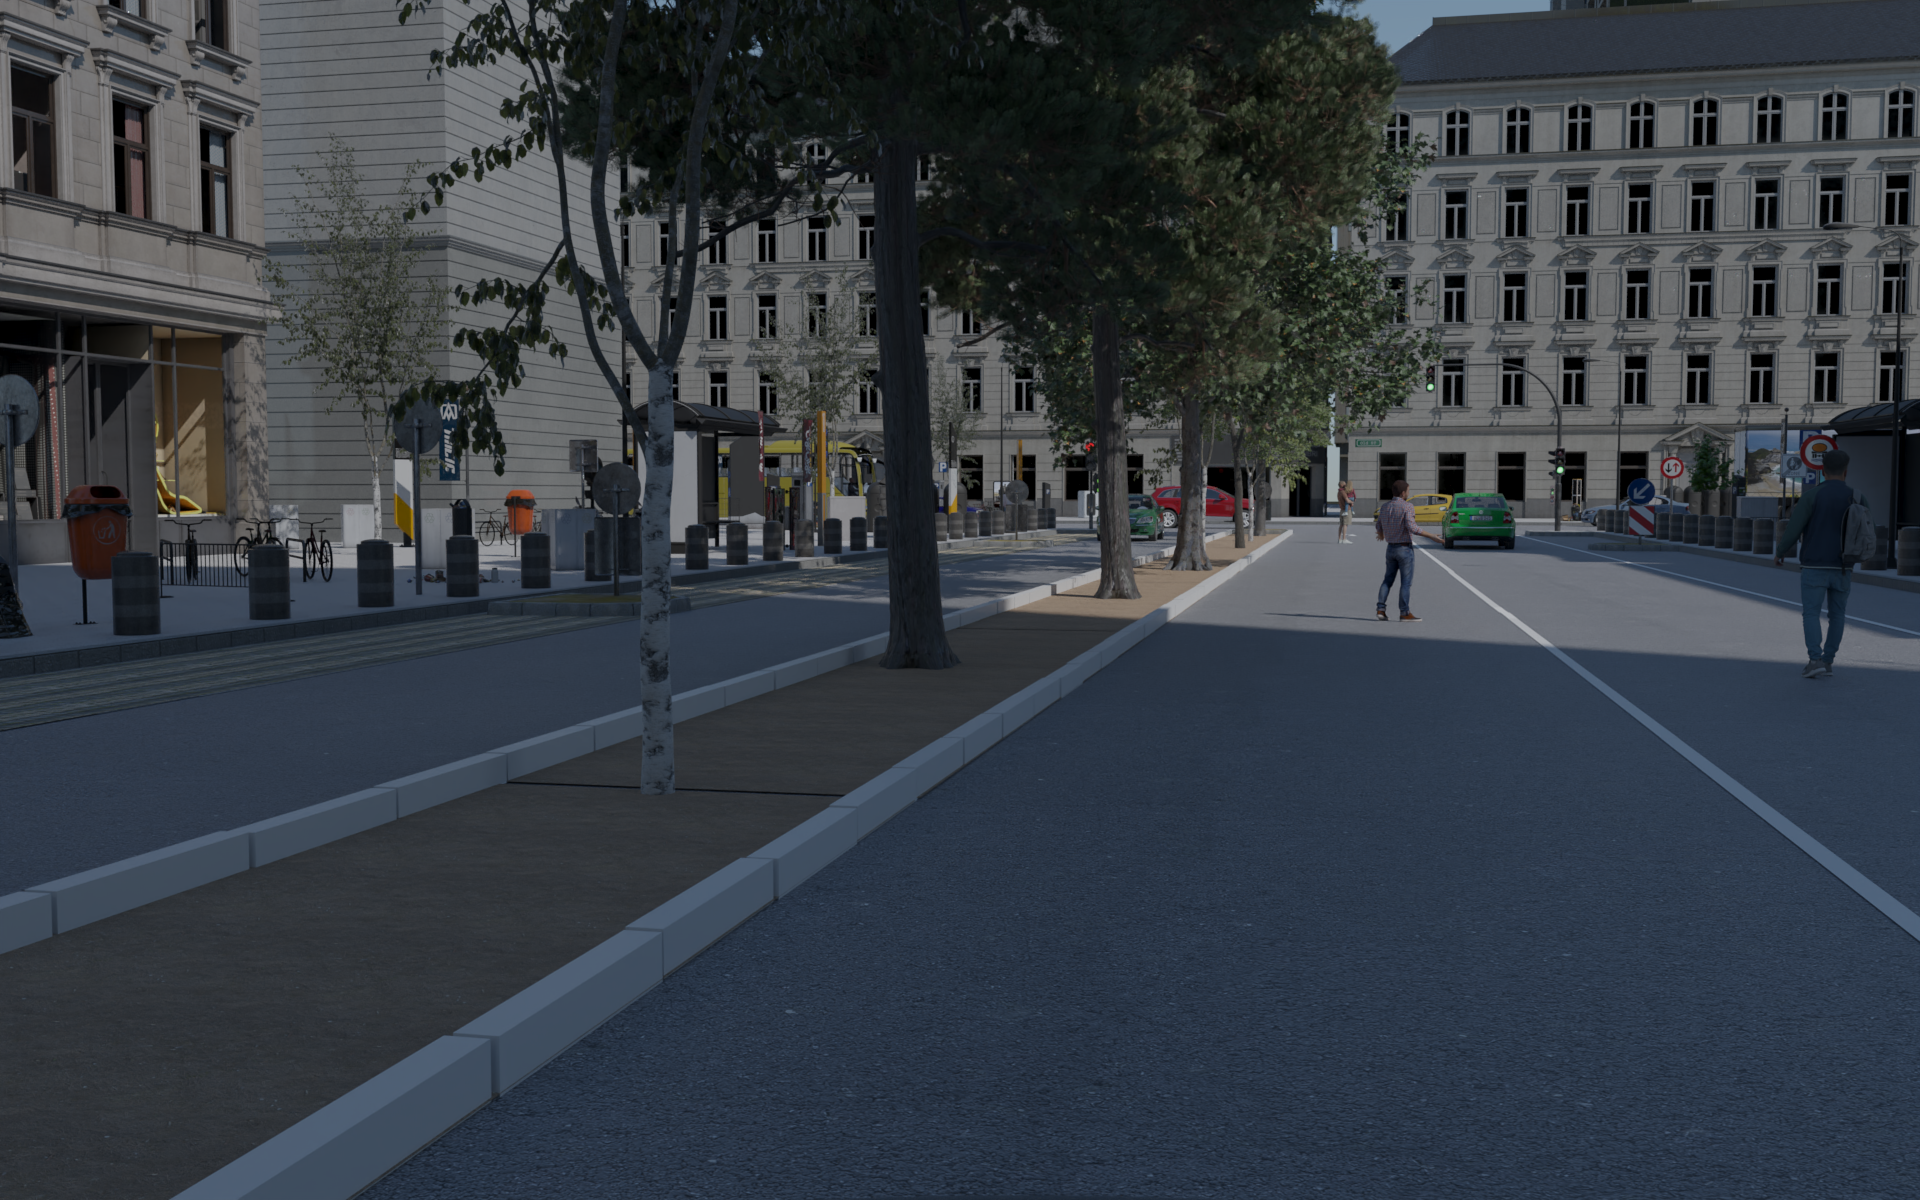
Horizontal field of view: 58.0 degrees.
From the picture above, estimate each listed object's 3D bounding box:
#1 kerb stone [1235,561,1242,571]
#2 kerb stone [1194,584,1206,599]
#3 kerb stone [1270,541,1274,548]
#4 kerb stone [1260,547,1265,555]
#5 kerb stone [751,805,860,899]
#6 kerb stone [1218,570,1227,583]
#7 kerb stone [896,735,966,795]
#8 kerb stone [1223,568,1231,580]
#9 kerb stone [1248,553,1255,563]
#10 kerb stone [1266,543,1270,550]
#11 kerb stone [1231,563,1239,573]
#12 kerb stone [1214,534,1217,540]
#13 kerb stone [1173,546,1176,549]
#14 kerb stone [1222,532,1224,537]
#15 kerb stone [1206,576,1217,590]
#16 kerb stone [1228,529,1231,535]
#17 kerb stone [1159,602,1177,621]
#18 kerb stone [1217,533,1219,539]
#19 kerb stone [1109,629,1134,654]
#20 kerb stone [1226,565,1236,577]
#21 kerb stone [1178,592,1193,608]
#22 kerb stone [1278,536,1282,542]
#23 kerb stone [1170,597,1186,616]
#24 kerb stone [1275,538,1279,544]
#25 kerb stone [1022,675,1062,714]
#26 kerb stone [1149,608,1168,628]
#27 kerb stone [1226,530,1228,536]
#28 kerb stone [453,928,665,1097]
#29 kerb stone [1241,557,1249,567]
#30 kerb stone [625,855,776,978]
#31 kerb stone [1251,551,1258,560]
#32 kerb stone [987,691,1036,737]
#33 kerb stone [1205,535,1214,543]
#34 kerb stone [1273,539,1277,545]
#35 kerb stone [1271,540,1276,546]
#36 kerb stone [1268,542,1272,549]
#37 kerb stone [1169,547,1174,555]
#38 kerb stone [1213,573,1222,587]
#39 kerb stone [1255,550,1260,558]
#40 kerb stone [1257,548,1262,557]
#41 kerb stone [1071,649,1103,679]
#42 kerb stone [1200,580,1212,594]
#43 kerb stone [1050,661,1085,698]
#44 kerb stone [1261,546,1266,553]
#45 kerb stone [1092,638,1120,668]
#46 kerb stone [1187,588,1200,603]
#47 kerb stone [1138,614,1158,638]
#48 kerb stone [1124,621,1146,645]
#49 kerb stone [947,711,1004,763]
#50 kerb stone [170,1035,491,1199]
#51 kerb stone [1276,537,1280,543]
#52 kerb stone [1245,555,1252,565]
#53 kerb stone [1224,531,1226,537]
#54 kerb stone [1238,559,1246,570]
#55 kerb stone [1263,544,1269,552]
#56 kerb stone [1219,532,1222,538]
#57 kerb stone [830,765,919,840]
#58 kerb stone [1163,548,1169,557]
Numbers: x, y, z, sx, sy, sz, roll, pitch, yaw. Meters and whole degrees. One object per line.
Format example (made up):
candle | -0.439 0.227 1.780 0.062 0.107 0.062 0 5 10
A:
kerb stone | 5.023 -0.577 31.677 0.120 0.150 1.000 1 4 13
kerb stone | 3.232 -0.084 23.668 0.120 0.150 1.000 1 4 13
kerb stone | 7.950 -1.377 44.707 0.120 0.150 1.000 1 4 13
kerb stone | 6.836 -1.070 39.685 0.120 0.150 1.000 1 4 13
kerb stone | -0.589 0.957 6.618 0.120 0.150 1.000 1 4 13
kerb stone | 4.132 -0.335 27.666 0.120 0.150 1.000 1 4 13
kerb stone | -0.152 0.830 8.625 0.120 0.150 1.000 1 4 13
kerb stone | 4.355 -0.394 28.668 0.120 0.150 1.000 1 4 13
kerb stone | 5.936 -0.825 35.688 0.120 0.150 1.000 1 4 13
kerb stone | 7.501 -1.254 42.704 0.120 0.150 1.000 1 4 13
kerb stone | 4.806 -0.516 30.671 0.120 0.150 1.000 1 4 13
kerb stone | 7.708 -1.897 53.210 0.120 0.150 1.000 1 4 13
kerb stone | 5.015 -1.162 41.186 0.120 0.150 1.000 1 4 13
kerb stone | 8.393 -2.079 56.206 0.120 0.150 1.000 1 4 13
kerb stone | 3.679 -0.212 25.668 0.120 0.150 1.000 1 4 13
kerb stone | 9.072 -2.264 59.214 0.120 0.150 1.000 1 4 13
kerb stone | 2.330 0.155 19.658 0.120 0.150 1.000 1 4 13
kerb stone | 7.938 -1.958 54.208 0.120 0.150 1.000 1 4 13
kerb stone | 1.427 0.401 15.644 0.120 0.150 1.000 1 4 13
kerb stone | 4.585 -0.457 29.668 0.120 0.150 1.000 1 4 13
kerb stone | 2.782 0.033 21.662 0.120 0.150 1.000 1 4 13
kerb stone | 9.083 -1.684 49.723 0.120 0.150 1.000 1 4 13
kerb stone | 2.560 0.100 20.662 0.120 0.150 1.000 1 4 13
kerb stone | 8.636 -1.561 47.723 0.120 0.150 1.000 1 4 13
kerb stone | 0.528 0.650 11.629 0.120 0.150 1.000 1 4 13
kerb stone | 2.103 0.217 18.648 0.120 0.150 1.000 1 4 13
kerb stone | 8.840 -2.203 58.210 0.120 0.150 1.000 1 4 13
kerb stone | -1.042 1.078 4.611 0.120 0.150 1.000 1 4 13
kerb stone | 5.478 -0.702 33.674 0.120 0.150 1.000 1 4 13
kerb stone | -0.824 1.014 5.611 0.120 0.150 1.000 1 4 13
kerb stone | 6.163 -0.886 36.687 0.120 0.150 1.000 1 4 13
kerb stone | 0.305 0.707 10.629 0.120 0.150 1.000 1 4 13
kerb stone | 7.491 -1.835 52.203 0.120 0.150 1.000 1 4 13
kerb stone | 8.410 -1.498 46.716 0.120 0.150 1.000 1 4 13
kerb stone | 8.183 -1.438 45.713 0.120 0.150 1.000 1 4 13
kerb stone | 7.726 -1.316 43.708 0.120 0.150 1.000 1 4 13
kerb stone | 4.785 -1.100 40.174 0.120 0.150 1.000 1 4 13
kerb stone | 3.905 -0.274 26.667 0.120 0.150 1.000 1 4 13
kerb stone | 6.385 -0.947 37.687 0.120 0.150 1.000 1 4 13
kerb stone | 6.603 -1.009 38.688 0.120 0.150 1.000 1 4 13
kerb stone | 0.979 0.526 13.643 0.120 0.150 1.000 1 4 13
kerb stone | 3.460 -0.150 24.668 0.120 0.150 1.000 1 4 13
kerb stone | 0.762 0.590 12.631 0.120 0.150 1.000 1 4 13
kerb stone | 7.053 -1.128 40.690 0.120 0.150 1.000 1 4 13
kerb stone | 1.208 0.463 14.642 0.120 0.150 1.000 1 4 13
kerb stone | 3.007 -0.024 22.668 0.120 0.150 1.000 1 4 13
kerb stone | 1.880 0.278 17.643 0.120 0.150 1.000 1 4 13
kerb stone | 1.650 0.340 16.645 0.120 0.150 1.000 1 4 13
kerb stone | 0.076 0.769 9.624 0.120 0.150 1.000 1 4 13
kerb stone | -1.273 1.137 3.607 0.120 0.150 1.000 1 4 13
kerb stone | 8.862 -1.620 48.723 0.120 0.150 1.000 1 4 13
kerb stone | 5.705 -0.764 34.680 0.120 0.150 1.000 1 4 13
kerb stone | 8.610 -2.142 57.212 0.120 0.150 1.000 1 4 13
kerb stone | 5.261 -0.641 32.673 0.120 0.150 1.000 1 4 13
kerb stone | 7.286 -1.192 41.698 0.120 0.150 1.000 1 4 13
kerb stone | 8.165 -2.019 55.207 0.120 0.150 1.000 1 4 13
kerb stone | -0.370 0.892 7.618 0.120 0.150 1.000 1 4 13
kerb stone | 4.565 -1.037 39.172 0.120 0.150 1.000 1 4 13
